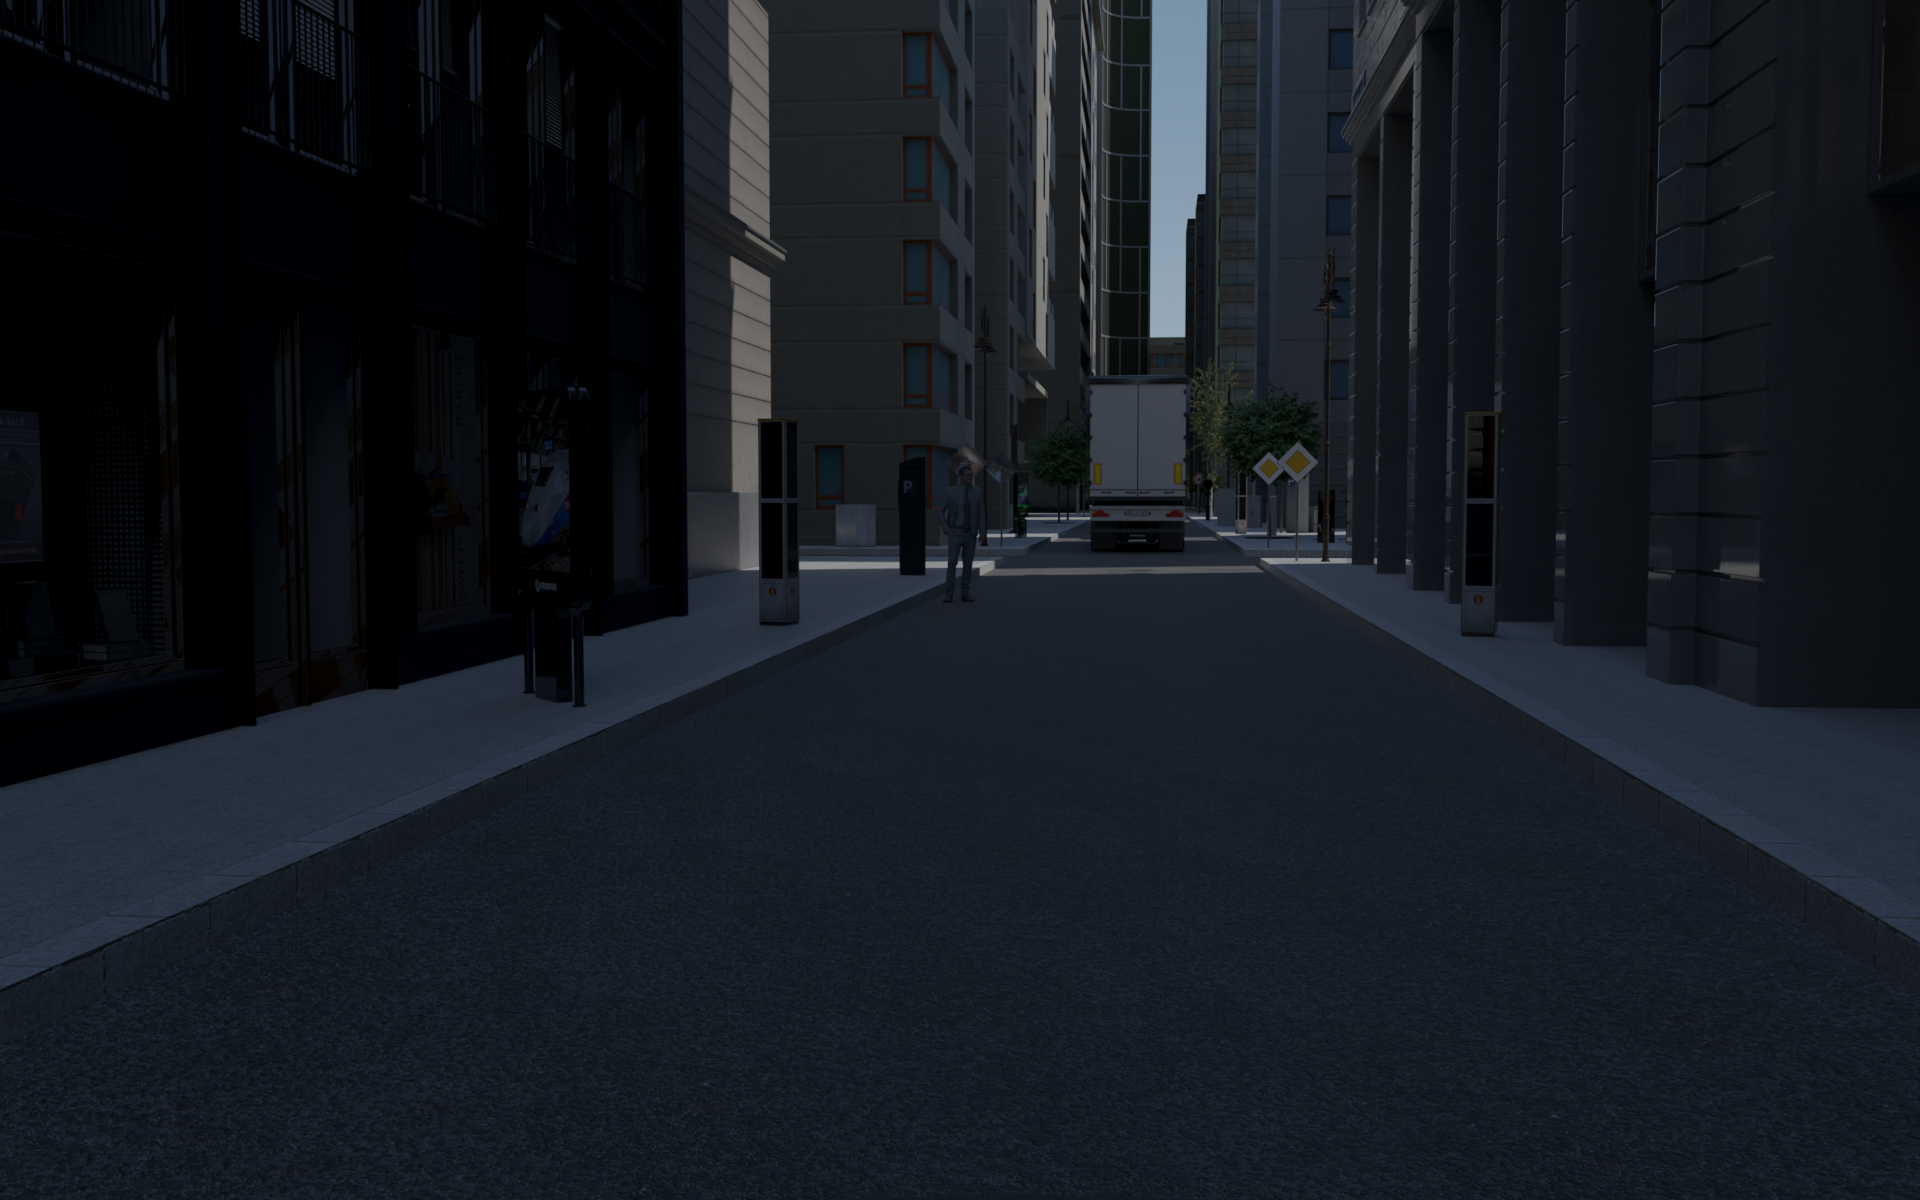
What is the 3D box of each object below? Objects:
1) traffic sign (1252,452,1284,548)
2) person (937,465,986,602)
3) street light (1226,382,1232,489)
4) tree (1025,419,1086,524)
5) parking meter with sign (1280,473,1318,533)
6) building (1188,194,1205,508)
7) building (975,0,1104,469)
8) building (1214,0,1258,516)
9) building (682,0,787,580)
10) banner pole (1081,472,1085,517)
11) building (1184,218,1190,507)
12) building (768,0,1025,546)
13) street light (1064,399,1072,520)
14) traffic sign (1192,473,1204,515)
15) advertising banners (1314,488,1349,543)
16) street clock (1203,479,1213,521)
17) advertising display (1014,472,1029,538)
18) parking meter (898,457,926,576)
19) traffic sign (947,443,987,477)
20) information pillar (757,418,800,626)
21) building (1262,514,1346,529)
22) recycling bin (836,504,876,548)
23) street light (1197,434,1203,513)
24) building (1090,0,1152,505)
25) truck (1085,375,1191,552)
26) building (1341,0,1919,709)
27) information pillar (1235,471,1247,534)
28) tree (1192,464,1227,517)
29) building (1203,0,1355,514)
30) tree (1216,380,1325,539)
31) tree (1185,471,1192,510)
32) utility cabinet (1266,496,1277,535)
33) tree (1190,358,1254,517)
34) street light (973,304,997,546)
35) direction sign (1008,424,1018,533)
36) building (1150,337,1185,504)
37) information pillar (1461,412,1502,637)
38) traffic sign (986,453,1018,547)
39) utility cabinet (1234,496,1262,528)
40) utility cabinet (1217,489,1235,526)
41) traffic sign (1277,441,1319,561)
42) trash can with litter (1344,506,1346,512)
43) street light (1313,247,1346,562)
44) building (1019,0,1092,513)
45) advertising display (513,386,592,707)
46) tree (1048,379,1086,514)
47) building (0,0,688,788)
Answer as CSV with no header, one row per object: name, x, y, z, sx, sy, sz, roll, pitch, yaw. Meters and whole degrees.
traffic sign,7.309,-2.286,41.020,0.795,2.450,0.064,0,4,6
person,0.028,-0.885,23.070,0.635,1.810,0.391,-1,4,-22
street light,11.141,-6.058,71.832,0.468,5.910,1.993,0,4,6
tree,4.433,-5.643,75.979,4.285,4.588,4.351,0,3,0
parking meter with sign,11.111,-3.704,56.825,1.738,3.016,0.543,-3,4,-38
building,29.756,-24.241,168.047,14.160,30.474,14.107,0,4,6
building,0.560,-36.014,178.061,27.495,52.752,28.713,0,4,6
building,22.937,-25.919,107.369,14.154,41.232,14.086,0,4,6
building,-15.116,-14.621,26.445,23.554,28.519,14.401,0,4,6
banner pole,6.818,-6.495,96.213,0.401,3.779,0.863,-1,4,-12
building,30.713,-25.122,182.445,14.160,30.474,14.107,0,4,6
building,-12.665,-13.015,57.834,27.650,21.520,28.899,0,4,6
street light,5.282,-6.843,84.666,0.468,5.910,1.993,0,4,6
traffic sign,14.276,-6.334,103.671,0.768,2.556,0.104,1,4,15
advertising banners,10.296,-2.996,45.170,2.074,3.025,0.090,1,4,19
street clock,12.024,-4.857,83.984,0.471,2.002,0.358,0,4,-5
advertising display,1.791,-2.787,50.782,0.123,1.923,0.974,1,4,21
parking meter,-0.760,-1.325,27.381,0.399,1.863,0.255,2,4,34
traffic sign,0.134,-1.844,33.792,0.795,2.450,0.064,0,4,6
information pillar,-1.771,-0.762,16.943,0.304,2.012,0.304,1,4,21
building,23.661,-32.626,75.441,21.231,58.520,28.212,0,4,6
recycling bin,-2.525,-1.797,41.931,0.722,1.027,0.722,2,4,34
street light,15.901,-8.681,114.726,0.468,5.910,1.993,0,4,6
building,12.771,-47.187,209.760,20.611,71.187,20.563,0,4,6
truck,4.783,-3.519,46.445,2.839,4.237,11.283,0,4,6
building,10.928,-14.593,16.093,11.434,29.767,29.804,0,4,6
information pillar,9.039,-3.132,55.698,0.304,2.012,0.304,-1,4,-9
tree,14.334,-6.365,98.672,1.663,3.219,1.824,0,3,0
building,31.260,-36.929,145.780,21.231,58.520,28.212,0,4,6
tree,9.031,-4.065,50.180,4.285,4.588,4.351,0,3,0
tree,17.972,-8.153,127.900,1.663,3.219,1.824,0,3,0
utility cabinet,9.834,-2.662,54.687,0.306,1.237,1.020,0,4,8
tree,13.985,-8.829,94.718,4.737,8.622,4.395,0,3,0
street light,0.614,-4.256,42.366,0.468,5.910,1.993,0,4,6
direction sign,1.767,-3.946,56.517,0.379,3.537,0.876,-1,4,-11
building,37.849,-22.498,212.882,28.899,21.520,27.650,0,4,6
information pillar,4.704,-0.681,15.634,0.304,2.012,0.304,1,4,21
traffic sign,1.005,-2.329,41.729,0.795,2.450,0.064,0,4,6
utility cabinet,11.005,-3.361,66.117,1.020,1.237,0.306,1,4,22
utility cabinet,10.822,-3.708,69.312,0.318,1.500,1.173,-3,4,-36
traffic sign,6.438,-1.801,33.082,0.795,2.450,0.064,0,4,6
trash can with litter,10.778,-2.179,47.019,0.624,1.170,1.055,1,4,18
street light,6.923,-3.660,32.627,0.468,5.910,1.993,0,4,6
building,-1.343,-30.835,127.859,21.300,48.544,21.600,0,4,6
advertising display,-2.534,-0.338,10.748,0.123,1.923,0.974,-2,4,-34
tree,7.286,-9.785,110.350,4.360,8.622,3.978,0,3,0
building,-9.845,-11.055,10.422,12.332,23.373,15.834,0,4,6
